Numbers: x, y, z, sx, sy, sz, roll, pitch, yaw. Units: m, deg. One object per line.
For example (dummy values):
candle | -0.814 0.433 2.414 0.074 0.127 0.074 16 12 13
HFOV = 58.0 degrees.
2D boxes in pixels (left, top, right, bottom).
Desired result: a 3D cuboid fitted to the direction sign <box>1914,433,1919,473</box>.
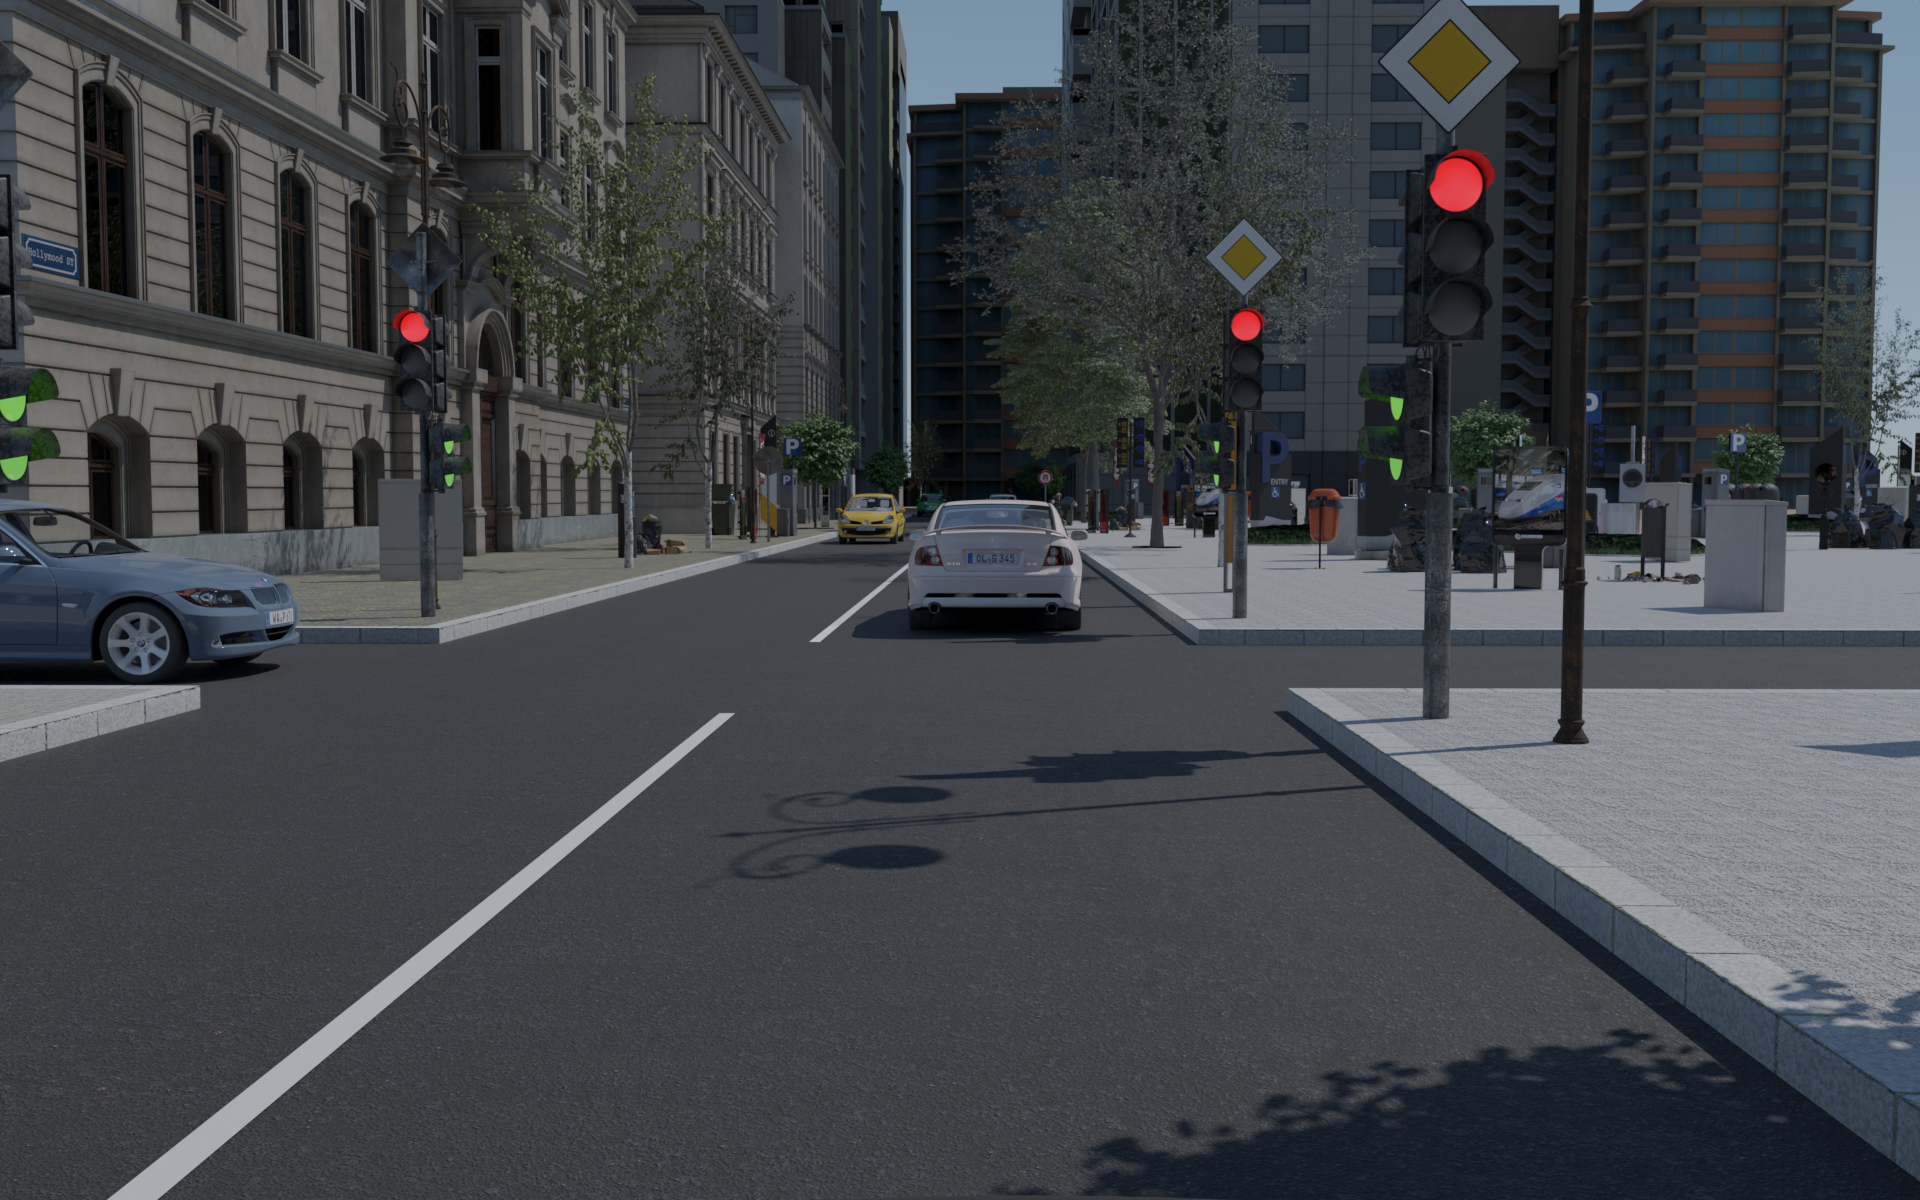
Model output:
direction sign | 35.572 -4.385 63.697 0.876 3.537 0.379 3 4 38

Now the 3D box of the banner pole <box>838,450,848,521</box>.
banner pole | -5.184 -5.263 76.063 0.401 3.779 0.863 3 4 36

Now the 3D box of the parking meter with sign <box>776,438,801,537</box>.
parking meter with sign | -5.256 -3.463 52.876 0.543 3.016 1.738 0 4 5

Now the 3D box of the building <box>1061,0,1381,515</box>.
building | 18.252 -42.171 127.748 20.563 71.187 20.611 0 4 1

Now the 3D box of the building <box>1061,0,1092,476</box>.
building | 22.824 -34.434 152.231 28.713 52.752 27.495 0 4 1

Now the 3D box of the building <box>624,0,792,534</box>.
building | -12.574 -12.203 64.150 10.561 19.102 19.286 0 4 1

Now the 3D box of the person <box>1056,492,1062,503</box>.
person | 9.779 -10.041 172.670 1.348 1.824 0.705 -3 5 -43

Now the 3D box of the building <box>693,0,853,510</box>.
building | -13.852 -20.148 101.126 14.160 30.474 14.107 0 4 1

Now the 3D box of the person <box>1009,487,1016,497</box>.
person | 2.791 -5.280 94.833 0.705 1.822 1.348 2 4 34

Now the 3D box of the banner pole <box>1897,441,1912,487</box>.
banner pole | 44.265 -5.586 81.342 0.863 3.779 0.401 0 4 -1

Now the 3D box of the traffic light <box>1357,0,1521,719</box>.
traffic light | 2.712 -1.279 9.825 0.839 4.253 0.868 0 4 1

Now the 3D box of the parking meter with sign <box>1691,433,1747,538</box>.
parking meter with sign | 21.931 -3.302 50.250 0.543 3.016 1.738 -1 4 -17

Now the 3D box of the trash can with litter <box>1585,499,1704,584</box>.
trash can with litter | 10.288 -0.874 25.354 1.678 1.210 2.233 -1 4 -12

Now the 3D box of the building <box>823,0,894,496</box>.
building | -12.957 -28.161 144.029 14.154 41.232 14.086 0 4 1

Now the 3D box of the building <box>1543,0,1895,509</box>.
building | 66.114 -30.564 154.347 28.867 44.769 22.147 0 4 1

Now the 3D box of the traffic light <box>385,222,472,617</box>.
traffic light | -5.535 -1.776 17.964 0.839 4.253 0.868 0 4 1

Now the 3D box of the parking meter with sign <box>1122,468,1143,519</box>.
parking meter with sign | 8.848 -5.691 89.308 0.543 3.016 1.738 -2 4 -29

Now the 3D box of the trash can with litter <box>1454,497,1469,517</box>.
trash can with litter | 20.186 -3.558 69.555 0.624 1.170 1.055 0 4 8

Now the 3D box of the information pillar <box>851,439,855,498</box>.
information pillar | -4.552 -5.034 73.661 0.183 3.616 0.504 0 4 8

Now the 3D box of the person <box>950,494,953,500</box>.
person | -0.856 -9.029 159.382 0.557 1.426 1.065 2 4 26

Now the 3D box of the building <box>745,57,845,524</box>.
building | -11.131 -14.291 82.808 9.793 20.994 18.267 0 4 1

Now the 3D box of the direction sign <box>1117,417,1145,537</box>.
direction sign | 5.046 -3.625 51.261 0.876 3.537 0.379 2 4 29

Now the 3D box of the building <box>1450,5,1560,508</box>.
building | 44.646 -31.047 157.732 14.200 45.320 14.600 0 4 1

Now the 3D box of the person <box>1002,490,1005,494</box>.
person | 4.083 -9.318 160.864 0.705 1.822 1.348 -1 4 -16

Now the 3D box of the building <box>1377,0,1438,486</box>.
building | 17.343 -40.914 107.190 20.563 71.187 20.611 0 4 1

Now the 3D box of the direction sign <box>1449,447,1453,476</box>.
direction sign | 20.773 -4.999 73.730 0.379 3.537 0.876 3 5 43

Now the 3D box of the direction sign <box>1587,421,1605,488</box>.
direction sign | 19.611 -3.793 54.020 0.876 3.537 0.379 1 4 20

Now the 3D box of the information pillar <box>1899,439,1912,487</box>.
information pillar | 40.349 -5.053 73.973 0.504 3.616 0.183 1 4 20

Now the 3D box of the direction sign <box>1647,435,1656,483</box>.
direction sign | 26.718 -4.587 66.998 0.379 3.537 0.876 0 4 5

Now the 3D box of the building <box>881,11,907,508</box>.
building | -12.335 -31.157 159.532 14.200 45.320 14.600 0 4 1

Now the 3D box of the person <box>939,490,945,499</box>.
person | -1.545 -7.534 132.418 1.217 1.736 0.721 3 5 43

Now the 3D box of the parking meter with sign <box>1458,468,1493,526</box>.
parking meter with sign | 15.743 -3.378 51.494 1.738 3.016 0.543 2 4 26

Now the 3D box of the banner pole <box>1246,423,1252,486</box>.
banner pole | 10.132 -4.296 60.256 0.863 3.779 0.401 1 4 22

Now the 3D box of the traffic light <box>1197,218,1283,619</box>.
traffic light | 2.875 -1.767 17.808 0.839 4.253 0.868 0 4 1

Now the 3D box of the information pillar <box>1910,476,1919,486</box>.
information pillar | 38.085 -3.949 69.053 0.304 2.012 0.304 -1 4 -11

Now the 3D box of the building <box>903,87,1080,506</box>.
building | 7.201 -32.701 189.292 28.867 44.769 22.147 0 4 1

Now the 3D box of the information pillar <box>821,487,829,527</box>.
information pillar | -5.237 -3.833 67.169 0.304 2.012 0.304 -1 4 -13

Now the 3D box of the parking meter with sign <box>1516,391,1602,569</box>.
parking meter with sign | 10.321 -2.070 30.107 0.543 3.016 1.738 -1 4 -18

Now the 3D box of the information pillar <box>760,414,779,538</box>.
information pillar | -5.617 -3.643 50.920 0.504 3.616 0.183 -2 4 -27

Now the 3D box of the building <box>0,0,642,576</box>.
building | -15.682 -13.303 36.594 14.460 24.649 34.723 0 4 1

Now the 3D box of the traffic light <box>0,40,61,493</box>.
traffic light | -5.698 -1.288 9.980 0.839 4.253 0.868 0 4 1

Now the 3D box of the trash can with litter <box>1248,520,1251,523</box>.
trash can with litter | 12.697 -3.965 75.882 2.233 1.210 1.678 1 4 20
